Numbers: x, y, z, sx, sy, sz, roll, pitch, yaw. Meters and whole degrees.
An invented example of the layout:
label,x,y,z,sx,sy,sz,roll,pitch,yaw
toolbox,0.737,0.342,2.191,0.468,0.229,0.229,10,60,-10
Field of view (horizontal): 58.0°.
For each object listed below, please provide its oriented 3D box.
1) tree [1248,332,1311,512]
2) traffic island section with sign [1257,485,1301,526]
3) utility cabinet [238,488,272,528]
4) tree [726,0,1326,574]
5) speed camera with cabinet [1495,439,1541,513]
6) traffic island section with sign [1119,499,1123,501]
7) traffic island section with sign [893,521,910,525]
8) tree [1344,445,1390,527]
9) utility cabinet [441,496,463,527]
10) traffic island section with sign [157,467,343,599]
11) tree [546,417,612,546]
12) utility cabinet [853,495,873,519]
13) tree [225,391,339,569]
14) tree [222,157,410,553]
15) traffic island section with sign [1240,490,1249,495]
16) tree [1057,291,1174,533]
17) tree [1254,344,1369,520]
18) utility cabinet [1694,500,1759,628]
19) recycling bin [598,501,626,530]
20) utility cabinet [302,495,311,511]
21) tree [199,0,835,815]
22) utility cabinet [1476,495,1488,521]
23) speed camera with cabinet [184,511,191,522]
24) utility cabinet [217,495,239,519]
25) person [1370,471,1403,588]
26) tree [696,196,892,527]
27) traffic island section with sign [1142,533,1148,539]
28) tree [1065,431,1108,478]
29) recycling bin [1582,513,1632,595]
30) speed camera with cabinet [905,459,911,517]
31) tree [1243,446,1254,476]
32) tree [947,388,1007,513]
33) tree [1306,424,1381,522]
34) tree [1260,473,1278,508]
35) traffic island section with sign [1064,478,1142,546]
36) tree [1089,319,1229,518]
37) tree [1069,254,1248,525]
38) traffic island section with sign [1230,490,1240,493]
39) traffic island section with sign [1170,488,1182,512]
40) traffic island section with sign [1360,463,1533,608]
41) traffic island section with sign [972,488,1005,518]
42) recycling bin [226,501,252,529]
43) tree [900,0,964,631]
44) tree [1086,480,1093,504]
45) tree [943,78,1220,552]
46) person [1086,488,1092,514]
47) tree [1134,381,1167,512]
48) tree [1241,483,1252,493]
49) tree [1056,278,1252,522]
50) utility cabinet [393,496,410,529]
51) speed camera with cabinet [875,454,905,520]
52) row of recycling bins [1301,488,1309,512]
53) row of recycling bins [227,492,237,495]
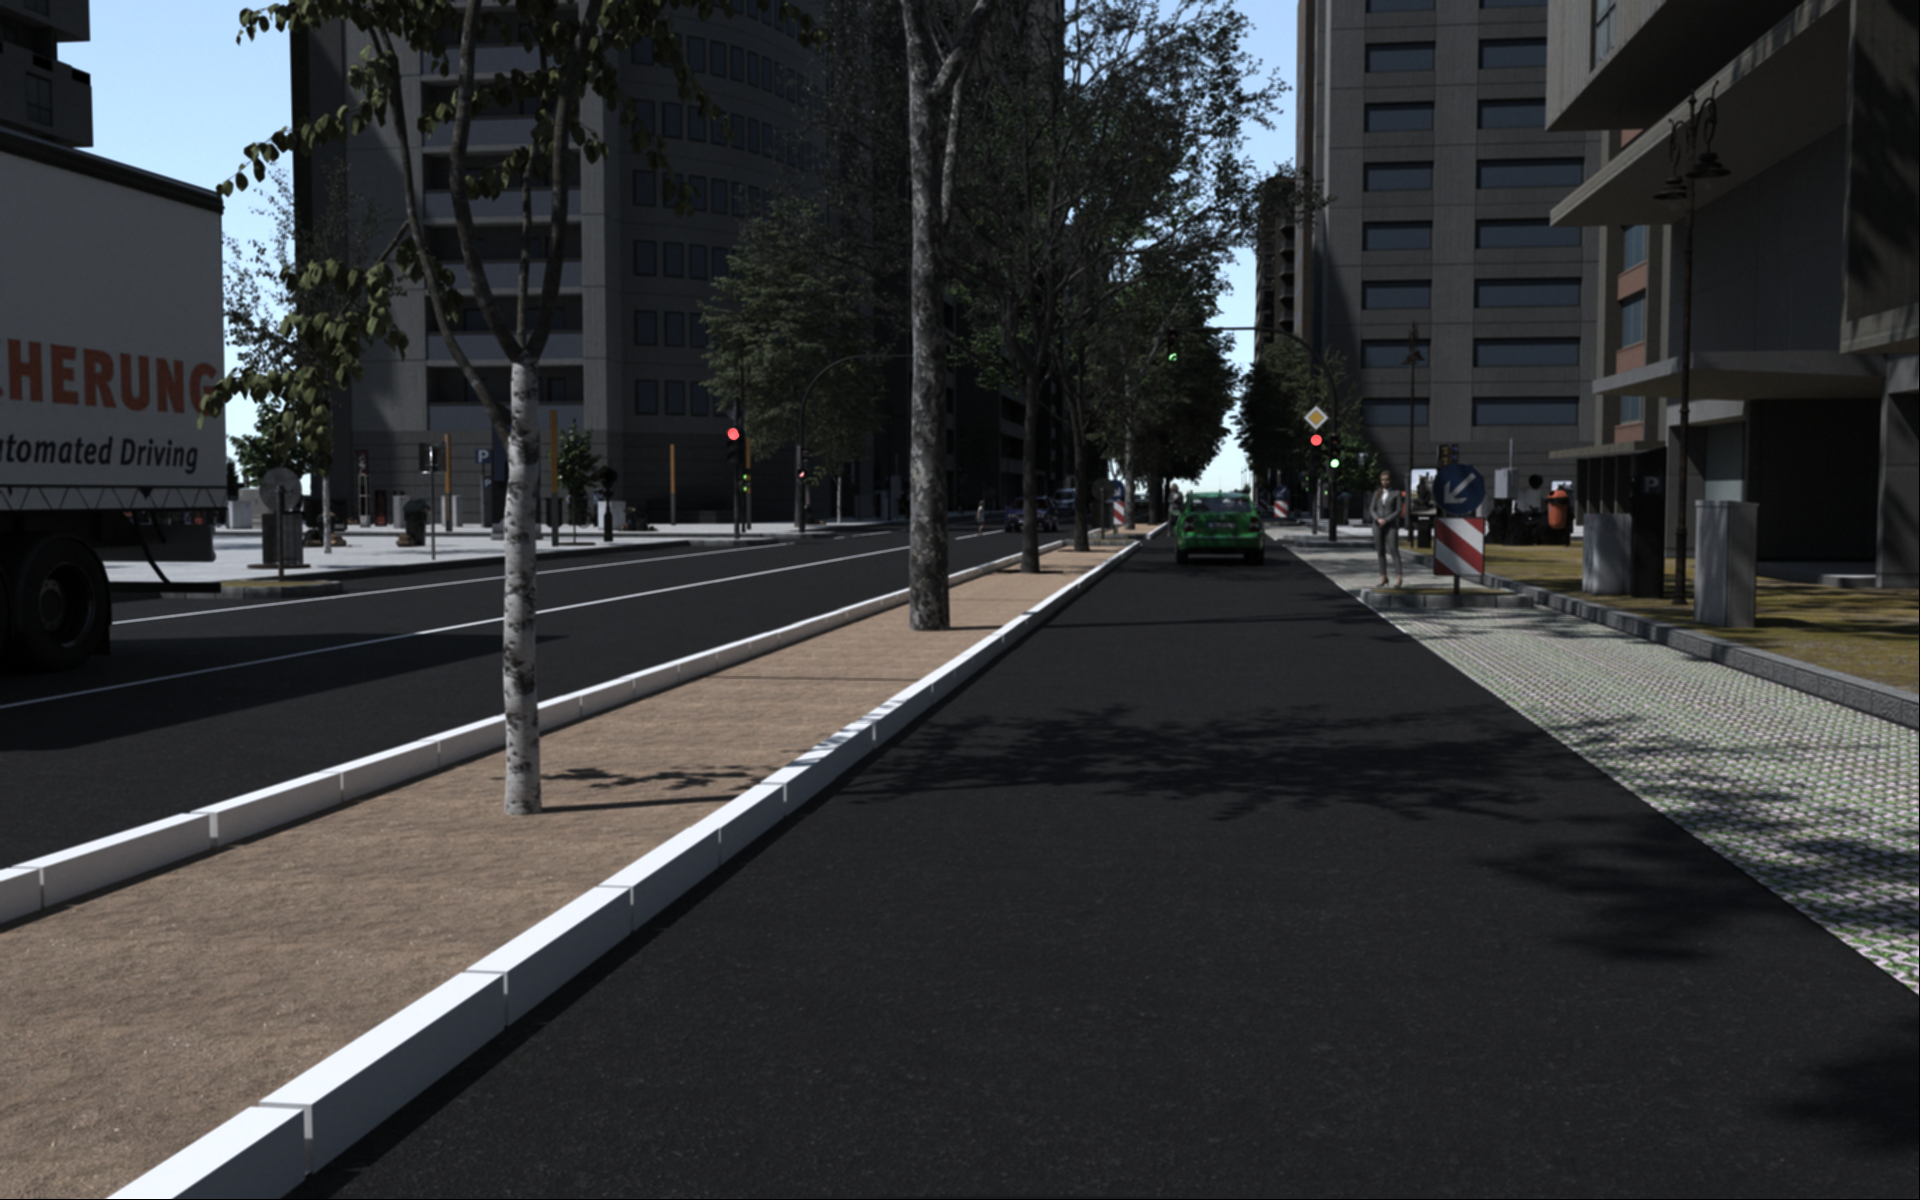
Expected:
label,x,y,z,sx,sy,sz,roll,pitch,yaw
tree,22.661,-12.472,122.039,7.486,12.596,7.792,0,3,0
traffic island section with sign,14.160,-4.191,77.147,1.989,1.847,2.006,1,4,8
utility cabinet,-26.570,-3.464,65.310,1.173,1.500,0.318,0,4,7
tree,1.258,-7.234,31.099,12.009,13.543,11.850,0,3,0
speed camera with cabinet,20.121,-4.167,62.462,2.038,3.252,0.660,-3,4,-38
traffic island section with sign,24.645,-15.664,264.733,1.989,1.847,2.006,1,4,8
traffic island section with sign,-1.975,-4.366,80.010,1.989,1.847,2.006,1,4,8
tree,15.876,-4.477,67.797,1.663,3.219,1.824,0,3,0
utility cabinet,-19.932,-3.472,67.922,1.020,1.237,0.306,3,5,39
traffic island section with sign,-9.956,-0.980,24.645,1.989,1.847,2.006,1,4,8
tree,-9.597,-3.000,43.645,1.663,3.219,1.824,0,3,0
utility cabinet,-5.082,-4.883,91.006,1.020,1.237,0.306,-1,4,-19
tree,-11.982,-2.171,30.101,1.663,3.219,1.824,0,3,0
tree,-13.901,-5.306,37.108,4.360,8.622,3.978,0,3,0
traffic island section with sign,17.997,-5.823,103.829,1.989,1.847,2.006,1,4,8
tree,5.396,-6.534,59.655,4.360,8.622,3.978,0,3,0
tree,18.034,-8.312,86.264,4.737,8.622,4.395,0,3,0
utility cabinet,7.560,-0.363,17.098,0.306,1.237,1.020,0,4,7
recycling bin,-12.429,-3.014,61.832,0.722,1.027,0.722,3,4,37
utility cabinet,-34.188,-4.910,91.446,1.020,1.237,0.306,1,4,18
tree,-1.961,-3.358,7.730,4.737,8.622,4.395,0,3,0
utility cabinet,25.215,-4.438,83.729,0.306,1.237,1.020,2,4,31
speed camera with cabinet,-35.703,-5.296,80.926,0.660,3.252,2.038,0,4,1
utility cabinet,-37.214,-4.703,88.056,1.020,1.237,0.306,0,4,5
person,6.525,-1.086,26.528,0.520,1.790,0.573,1,4,17
tree,-6.644,-9.099,66.888,7.486,12.596,7.792,0,3,0
traffic island section with sign,5.000,-2.898,55.521,2.006,1.907,1.989,1,4,8
tree,14.364,-16.713,207.676,8.767,10.594,7.601,0,4,6
recycling bin,8.459,-0.595,22.285,0.722,1.027,0.722,0,4,8
speed camera with cabinet,-3.059,-6.254,96.584,0.660,3.252,2.038,3,4,38
tree,37.339,-16.280,216.545,4.737,8.622,4.395,0,3,0
tree,1.463,-10.363,119.803,4.360,8.622,3.978,0,3,0
tree,18.044,-5.974,81.388,4.285,4.588,4.351,0,3,0
tree,28.747,-10.140,160.385,1.663,3.219,1.824,0,3,0
traffic island section with sign,3.934,-2.450,48.190,2.006,1.907,1.989,1,4,8
tree,13.096,-12.465,112.921,9.857,13.997,8.962,0,3,0
tree,8.882,-9.668,78.653,7.486,12.596,7.792,0,3,0
traffic island section with sign,25.144,-8.855,153.401,1.989,1.847,2.006,1,4,8
traffic island section with sign,15.709,-7.447,129.895,2.006,1.907,1.989,1,4,8
traffic island section with sign,6.294,-0.856,22.624,1.989,1.847,2.006,1,4,8
traffic island section with sign,1.868,-5.998,106.691,1.989,1.847,2.006,1,4,8
recycling bin,-26.620,-3.144,63.951,0.722,1.027,0.722,-3,5,-40
tree,0.761,-9.677,16.566,12.611,20.169,13.585,0,3,0
tree,17.843,-14.601,233.321,1.663,3.219,1.824,0,3,0
tree,2.910,-6.995,42.589,9.928,11.665,9.643,0,3,0
person,9.231,-7.120,124.826,0.656,1.842,0.836,2,4,26
tree,10.853,-8.752,95.906,4.737,8.622,4.395,0,3,0
tree,44.185,-16.683,267.369,1.663,3.219,1.824,0,3,0
tree,9.805,-10.261,87.238,9.611,12.733,9.660,0,3,0
utility cabinet,-20.904,-3.286,64.893,0.306,1.237,1.020,0,4,2
speed camera with cabinet,-3.590,-5.607,86.013,0.660,3.252,2.038,-2,4,-25
row of recycling bins,24.900,-7.236,125.413,1.069,1.692,3.534,1,4,9
row of recycling bins,-47.526,-6.570,114.528,1.069,1.692,3.534,2,4,28
